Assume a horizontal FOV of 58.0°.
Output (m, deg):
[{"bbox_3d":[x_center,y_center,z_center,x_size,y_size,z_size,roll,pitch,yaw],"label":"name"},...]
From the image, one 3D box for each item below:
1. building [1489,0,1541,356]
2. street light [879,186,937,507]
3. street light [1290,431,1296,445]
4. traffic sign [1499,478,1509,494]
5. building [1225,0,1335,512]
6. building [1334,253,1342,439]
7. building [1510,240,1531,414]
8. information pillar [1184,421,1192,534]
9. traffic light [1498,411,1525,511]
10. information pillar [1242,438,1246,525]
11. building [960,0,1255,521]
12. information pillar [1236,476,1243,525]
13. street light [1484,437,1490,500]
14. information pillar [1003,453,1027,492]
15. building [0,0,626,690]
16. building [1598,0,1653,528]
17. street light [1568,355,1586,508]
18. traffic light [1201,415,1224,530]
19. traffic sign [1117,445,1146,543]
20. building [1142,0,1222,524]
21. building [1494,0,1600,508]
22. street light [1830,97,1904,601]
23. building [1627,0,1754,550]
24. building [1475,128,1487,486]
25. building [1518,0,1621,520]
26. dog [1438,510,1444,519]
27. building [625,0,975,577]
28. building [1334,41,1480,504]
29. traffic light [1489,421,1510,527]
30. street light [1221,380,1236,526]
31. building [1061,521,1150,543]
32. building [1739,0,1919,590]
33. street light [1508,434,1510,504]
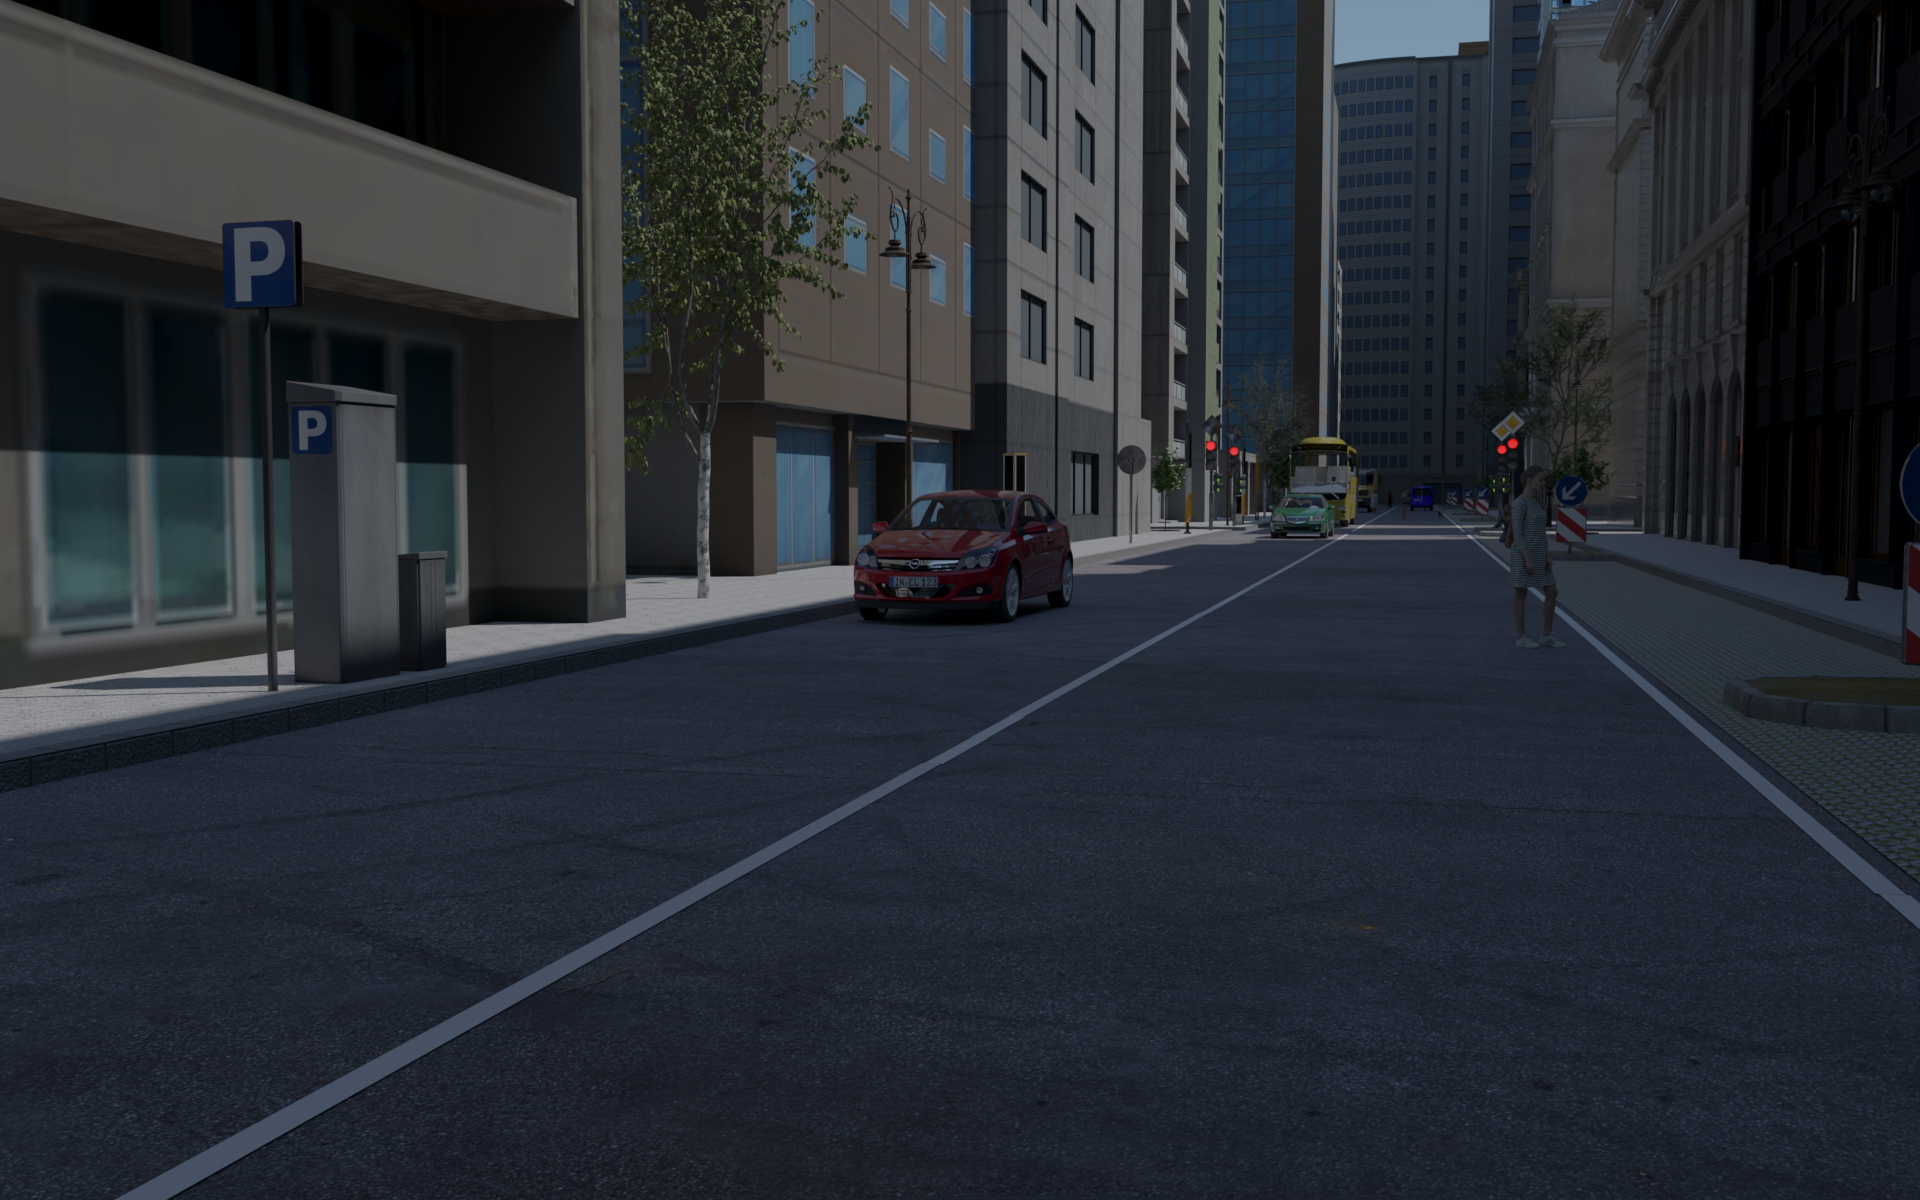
[{"bbox_3d":[65.395,-38.987,179.439,21.231,58.520,28.212,1,4,15],"label":"building"},{"bbox_3d":[-0.781,-3.279,26.398,0.468,5.910,1.993,1,4,15],"label":"street light"},{"bbox_3d":[20.548,-8.205,106.946,0.468,5.910,1.993,1,4,15],"label":"street light"},{"bbox_3d":[32.100,-6.200,102.552,0.795,2.450,0.064,1,4,20],"label":"traffic sign"},{"bbox_3d":[20.185,-29.246,128.275,14.600,45.320,14.200,1,4,15],"label":"building"},{"bbox_3d":[38.810,-26.772,209.429,14.107,30.474,14.160,1,4,15],"label":"building"},{"bbox_3d":[45.787,-18.383,119.646,14.460,24.649,34.723,1,4,15],"label":"building"},{"bbox_3d":[7.351,-3.937,55.723,0.183,3.616,0.504,0,4,-5],"label":"information pillar"},{"bbox_3d":[18.687,-4.268,58.710,0.839,4.253,0.868,1,4,15],"label":"traffic light"},{"bbox_3d":[11.893,-4.972,72.653,0.183,3.616,0.504,0,4,-1],"label":"information pillar"},{"bbox_3d":[7.547,-40.755,104.596,20.563,71.187,20.611,1,4,15],"label":"building"},{"bbox_3d":[11.531,-4.107,71.634,0.304,2.012,0.304,1,4,10],"label":"information pillar"},{"bbox_3d":[41.911,-10.095,137.846,0.468,5.910,1.993,1,4,15],"label":"street light"},{"bbox_3d":[0.992,-1.646,31.401,0.304,2.012,0.304,-3,5,-43],"label":"information pillar"},{"bbox_3d":[-16.452,-23.572,9.101,21.300,48.544,21.600,1,4,15],"label":"building"},{"bbox_3d":[35.744,-14.583,67.316,19.941,23.489,11.050,1,4,15],"label":"building"},{"bbox_3d":[20.563,-5.202,57.839,0.468,5.910,1.993,1,4,15],"label":"street light"},{"bbox_3d":[8.909,-4.426,61.281,0.839,4.253,0.868,1,4,15],"label":"traffic light"},{"bbox_3d":[4.443,-2.745,44.991,0.768,2.556,0.104,1,4,17],"label":"traffic sign"},{"bbox_3d":[3.913,-24.106,77.731,14.154,41.232,14.086,1,4,15],"label":"building"},{"bbox_3d":[59.206,-51.180,149.463,22.319,86.520,31.000,1,4,15],"label":"building"},{"bbox_3d":[10.756,-2.930,20.693,0.468,5.910,1.993,1,4,15],"label":"street light"},{"bbox_3d":[25.010,-12.326,43.337,13.314,21.916,24.055,1,4,15],"label":"building"},{"bbox_3d":[67.995,-33.728,201.555,14.600,45.320,14.200,1,4,15],"label":"building"},{"bbox_3d":[37.775,-18.803,93.328,13.634,28.700,20.117,1,4,15],"label":"building"},{"bbox_3d":[27.605,-4.907,99.519,0.540,0.507,0.406,3,5,42],"label":"dog"},{"bbox_3d":[-7.812,-23.459,33.658,14.600,45.320,14.200,1,4,15],"label":"building"},{"bbox_3d":[58.631,-42.167,231.430,28.212,58.520,21.231,1,4,15],"label":"building"},{"bbox_3d":[20.737,-4.741,66.428,0.839,4.253,0.868,1,4,15],"label":"traffic light"},{"bbox_3d":[10.856,-5.952,70.099,0.468,5.910,1.993,1,4,15],"label":"street light"},{"bbox_3d":[-6.169,-37.349,48.909,20.611,71.187,20.563,1,4,15],"label":"building"},{"bbox_3d":[19.271,-11.898,24.215,12.332,23.373,15.834,1,4,15],"label":"building"},{"bbox_3d":[32.063,-7.844,101.041,0.468,5.910,1.993,1,4,15],"label":"street light"}]
